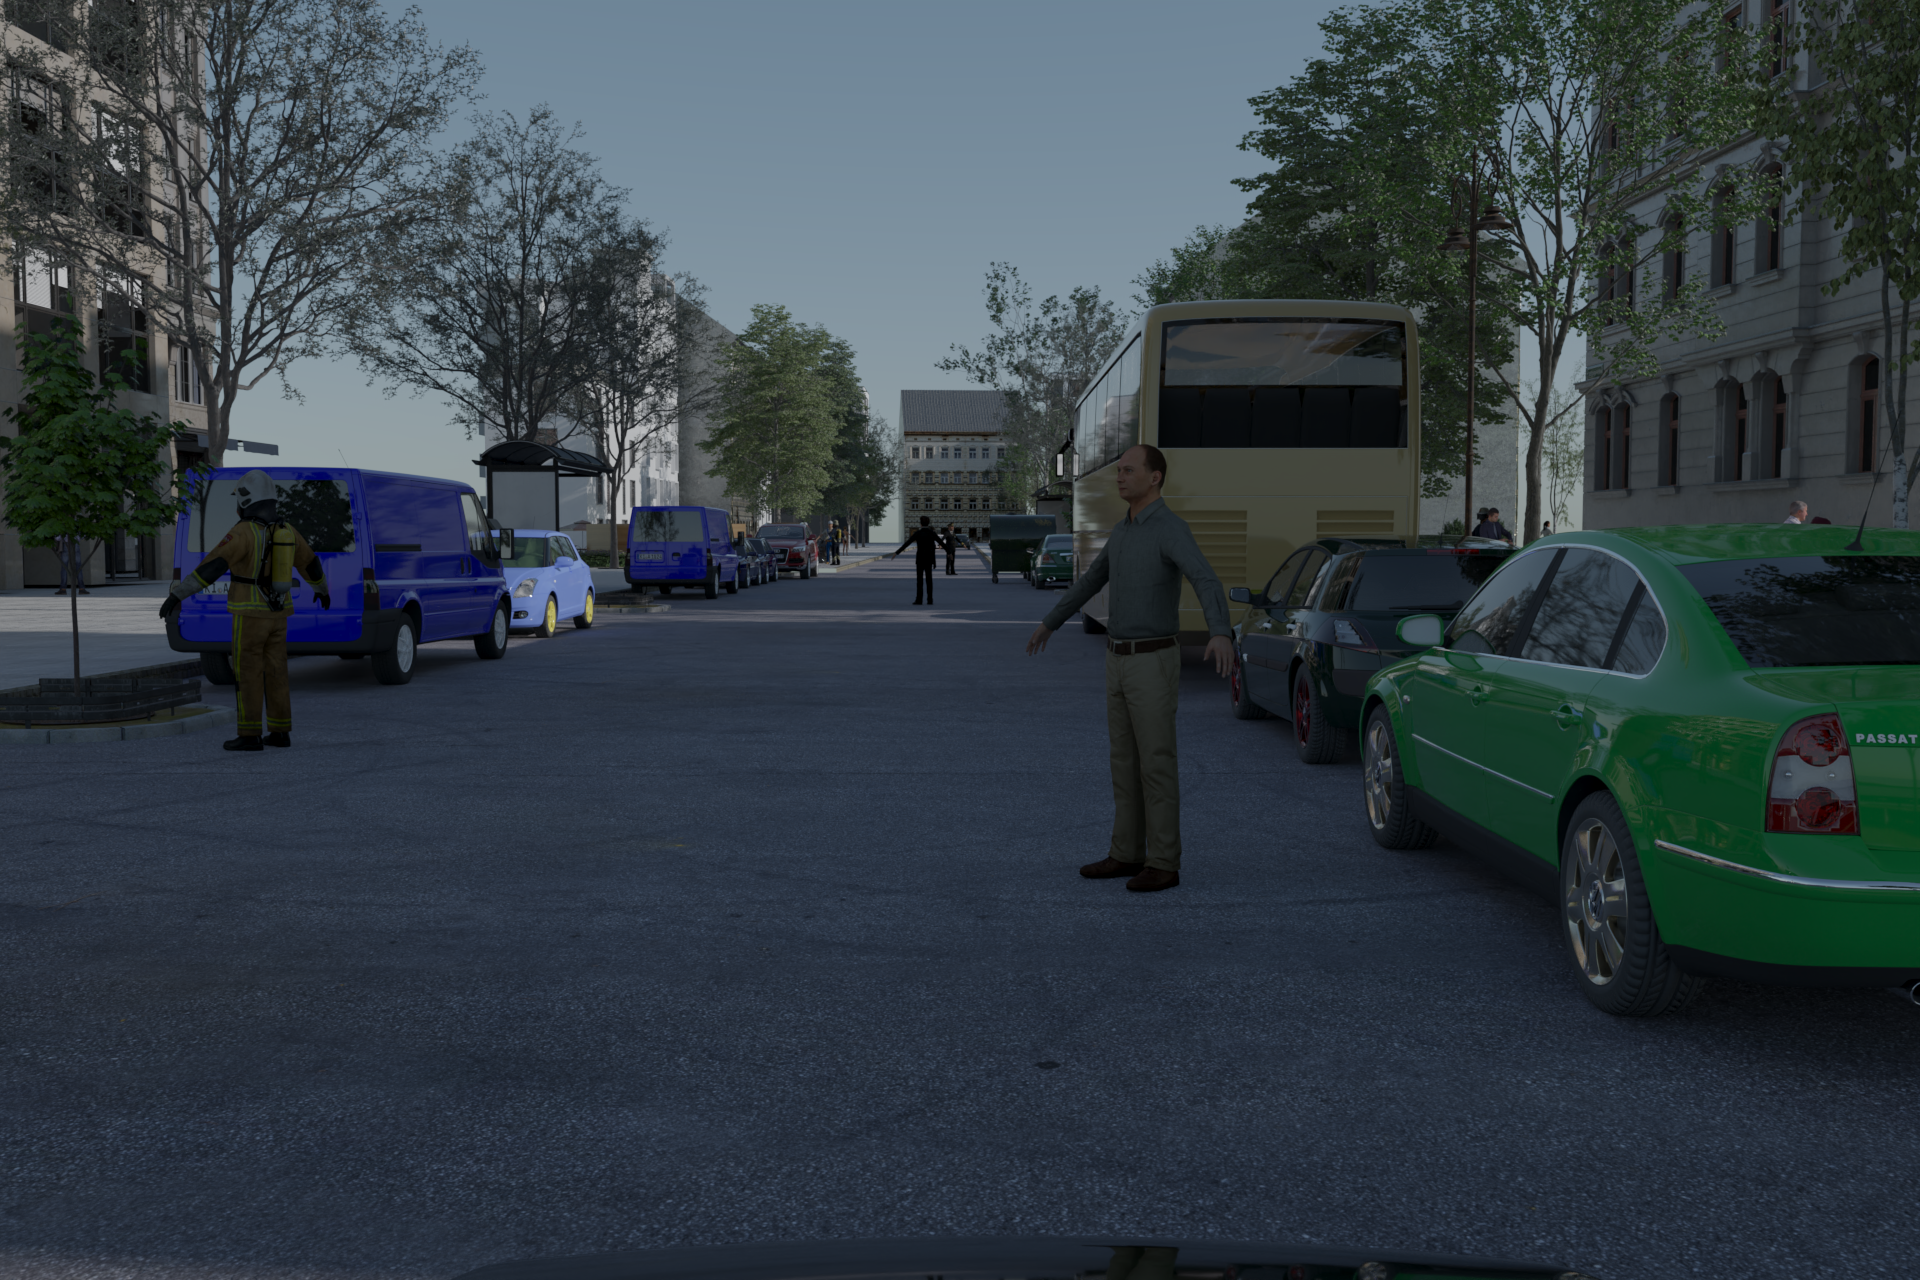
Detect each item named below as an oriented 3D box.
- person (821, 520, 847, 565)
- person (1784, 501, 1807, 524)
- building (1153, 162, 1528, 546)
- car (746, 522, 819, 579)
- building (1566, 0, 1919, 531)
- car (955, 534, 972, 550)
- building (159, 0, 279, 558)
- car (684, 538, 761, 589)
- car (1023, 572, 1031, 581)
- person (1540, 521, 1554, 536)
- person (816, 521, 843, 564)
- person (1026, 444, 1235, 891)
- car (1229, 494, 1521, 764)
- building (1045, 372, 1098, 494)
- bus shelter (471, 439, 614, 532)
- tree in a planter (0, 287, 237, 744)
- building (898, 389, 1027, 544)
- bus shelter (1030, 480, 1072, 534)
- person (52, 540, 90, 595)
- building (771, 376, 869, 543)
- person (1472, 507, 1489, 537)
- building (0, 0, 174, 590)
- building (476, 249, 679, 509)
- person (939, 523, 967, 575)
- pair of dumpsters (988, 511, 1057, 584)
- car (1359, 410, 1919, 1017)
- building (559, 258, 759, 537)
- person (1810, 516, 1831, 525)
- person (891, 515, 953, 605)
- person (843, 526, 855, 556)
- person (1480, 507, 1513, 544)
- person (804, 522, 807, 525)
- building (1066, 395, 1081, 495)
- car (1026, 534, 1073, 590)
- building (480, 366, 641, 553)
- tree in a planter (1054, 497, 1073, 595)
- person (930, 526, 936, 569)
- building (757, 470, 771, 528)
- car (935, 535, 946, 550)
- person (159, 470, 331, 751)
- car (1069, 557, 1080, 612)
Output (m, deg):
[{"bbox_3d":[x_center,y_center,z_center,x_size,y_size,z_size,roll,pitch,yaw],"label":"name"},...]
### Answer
[{"bbox_3d":[-5.124,-3.997,71.136,0.705,1.856,1.354,3,5,44],"label":"person"},{"bbox_3d":[10.839,-0.946,22.443,0.436,1.711,0.756,1,4,20],"label":"person"},{"bbox_3d":[22.379,-16.866,106.680,19.493,23.208,18.063,0,4,0],"label":"building"},{"bbox_3d":[-5.775,-2.932,56.615,2.281,1.827,5.304,0,4,0],"label":"car"},{"bbox_3d":[24.777,-15.454,40.061,14.401,28.519,23.554,0,4,0],"label":"building"},{"bbox_3d":[0.077,-9.072,158.120,2.009,1.686,4.222,0,4,-1],"label":"car"},{"bbox_3d":[-30.501,-18.780,53.165,12.429,33.558,17.177,0,4,0],"label":"building"},{"bbox_3d":[-6.409,-2.093,46.808,1.945,1.354,3.894,0,4,0],"label":"car"},{"bbox_3d":[2.938,-2.586,54.080,2.131,1.459,4.920,0,4,0],"label":"car"},{"bbox_3d":[19.715,-3.128,57.980,0.721,1.735,1.217,-2,4,-25],"label":"person"},{"bbox_3d":[-5.501,-4.141,73.565,1.347,1.847,0.705,0,4,-2],"label":"person"},{"bbox_3d":[0.723,0.100,7.090,0.705,1.796,1.348,-2,4,-30],"label":"person"},{"bbox_3d":[2.977,-0.146,12.181,2.009,1.686,4.222,0,3,0],"label":"car"},{"bbox_3d":[25.390,-23.929,235.208,27.936,21.610,32.646,0,3,0],"label":"building"},{"bbox_3d":[-9.477,-2.811,39.886,2.014,3.302,5.546,0,4,-1],"label":"bus shelter"},{"bbox_3d":[-6.539,-0.949,12.734,1.991,3.239,1.994,0,4,1],"label":"tree in a planter"},{"bbox_3d":[0.076,-26.238,262.382,18.063,23.208,19.493,0,4,-4],"label":"building"},{"bbox_3d":[3.922,-4.512,67.687,2.014,3.302,5.546,0,4,-1],"label":"bus shelter"},{"bbox_3d":[-18.844,-1.880,36.650,0.709,1.838,0.599,-3,4,-37],"label":"person"},{"bbox_3d":[-27.190,-24.040,237.034,27.936,21.610,32.646,0,3,0],"label":"building"},{"bbox_3d":[11.041,-1.881,36.615,0.704,1.845,1.351,-2,4,-23],"label":"person"},{"bbox_3d":[-29.835,-13.696,27.128,19.350,26.588,34.151,0,4,-1],"label":"building"},{"bbox_3d":[-25.896,-15.881,116.076,16.016,20.090,11.380,0,4,-1],"label":"building"},{"bbox_3d":[-0.305,-3.185,60.472,0.705,1.837,1.347,3,5,44],"label":"person"},{"bbox_3d":[3.037,-2.779,50.388,4.436,2.255,1.574,0,4,0],"label":"pair of dumpsters"},{"bbox_3d":[2.778,0.140,6.514,1.959,1.807,4.718,0,4,0],"label":"car"},{"bbox_3d":[-26.766,-18.987,141.366,19.493,23.208,18.063,0,4,0],"label":"building"},{"bbox_3d":[7.588,-0.378,15.397,0.989,1.438,0.599,-1,4,-13],"label":"person"},{"bbox_3d":[-0.733,-1.618,35.094,1.347,1.806,0.705,-2,4,-24],"label":"person"},{"bbox_3d":[-6.691,-5.812,101.825,1.217,1.733,0.721,2,4,29],"label":"person"},{"bbox_3d":[9.912,-1.549,31.825,0.683,1.767,0.568,-2,4,-33],"label":"person"},{"bbox_3d":[-7.300,-4.611,81.366,0.705,1.833,1.349,1,4,22],"label":"person"},{"bbox_3d":[22.451,-22.984,206.715,19.493,23.208,18.063,0,4,0],"label":"building"},{"bbox_3d":[2.854,-2.102,46.164,2.131,1.459,4.920,0,3,0],"label":"car"},{"bbox_3d":[-22.769,-9.640,99.762,9.099,9.664,28.070,0,4,1],"label":"building"},{"bbox_3d":[3.259,-2.703,41.409,1.991,3.239,1.994,0,4,1],"label":"tree in a planter"},{"bbox_3d":[-1.194,-3.770,70.823,1.216,1.740,0.721,-2,4,-32],"label":"person"},{"bbox_3d":[-26.181,-15.759,199.814,9.099,9.664,28.070,0,4,0],"label":"building"},{"bbox_3d":[-1.818,-7.720,138.588,2.083,1.381,4.827,0,4,0],"label":"car"},{"bbox_3d":[-4.691,-0.204,11.555,0.705,1.858,1.354,2,4,27],"label":"person"},{"bbox_3d":[2.946,-1.118,30.280,2.014,1.417,4.499,0,4,0],"label":"car"}]
